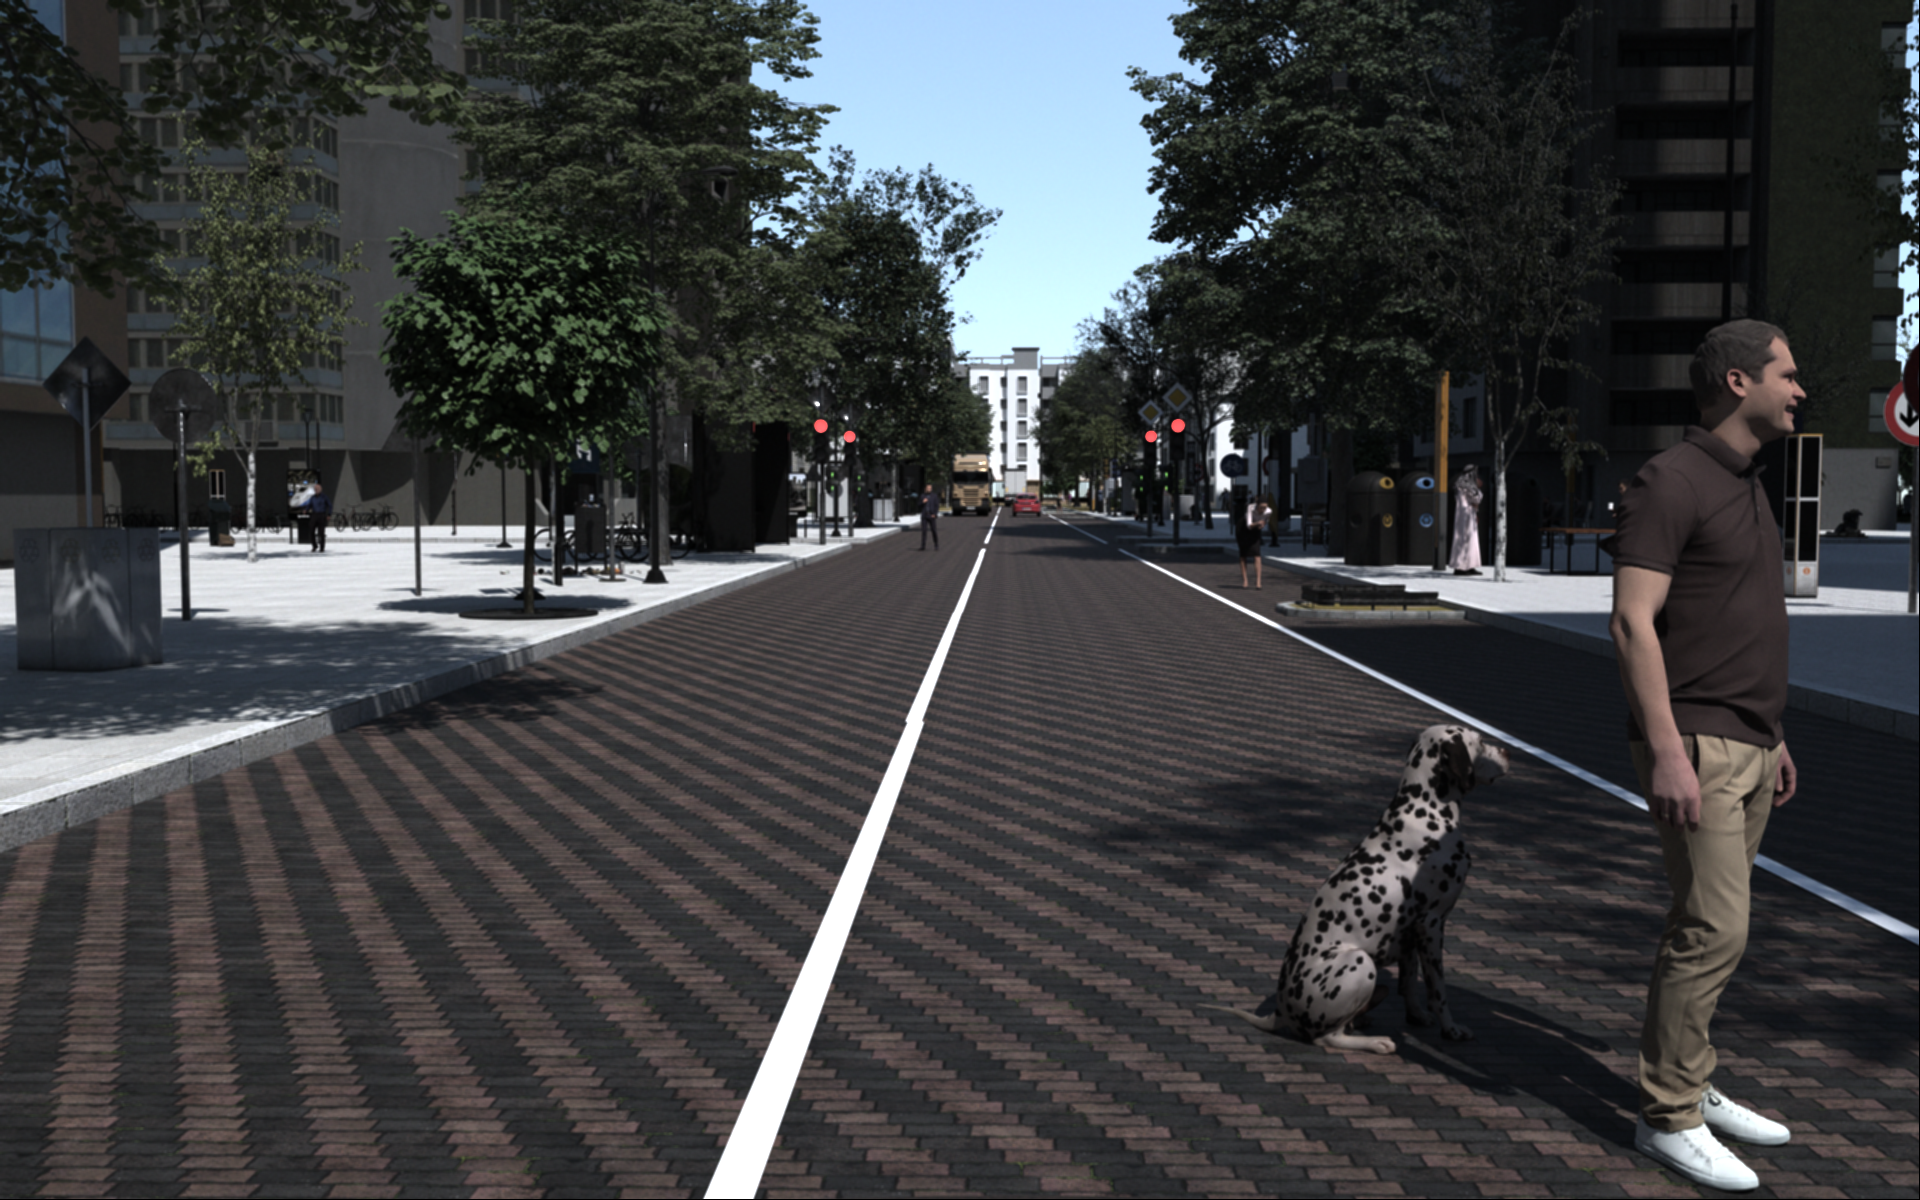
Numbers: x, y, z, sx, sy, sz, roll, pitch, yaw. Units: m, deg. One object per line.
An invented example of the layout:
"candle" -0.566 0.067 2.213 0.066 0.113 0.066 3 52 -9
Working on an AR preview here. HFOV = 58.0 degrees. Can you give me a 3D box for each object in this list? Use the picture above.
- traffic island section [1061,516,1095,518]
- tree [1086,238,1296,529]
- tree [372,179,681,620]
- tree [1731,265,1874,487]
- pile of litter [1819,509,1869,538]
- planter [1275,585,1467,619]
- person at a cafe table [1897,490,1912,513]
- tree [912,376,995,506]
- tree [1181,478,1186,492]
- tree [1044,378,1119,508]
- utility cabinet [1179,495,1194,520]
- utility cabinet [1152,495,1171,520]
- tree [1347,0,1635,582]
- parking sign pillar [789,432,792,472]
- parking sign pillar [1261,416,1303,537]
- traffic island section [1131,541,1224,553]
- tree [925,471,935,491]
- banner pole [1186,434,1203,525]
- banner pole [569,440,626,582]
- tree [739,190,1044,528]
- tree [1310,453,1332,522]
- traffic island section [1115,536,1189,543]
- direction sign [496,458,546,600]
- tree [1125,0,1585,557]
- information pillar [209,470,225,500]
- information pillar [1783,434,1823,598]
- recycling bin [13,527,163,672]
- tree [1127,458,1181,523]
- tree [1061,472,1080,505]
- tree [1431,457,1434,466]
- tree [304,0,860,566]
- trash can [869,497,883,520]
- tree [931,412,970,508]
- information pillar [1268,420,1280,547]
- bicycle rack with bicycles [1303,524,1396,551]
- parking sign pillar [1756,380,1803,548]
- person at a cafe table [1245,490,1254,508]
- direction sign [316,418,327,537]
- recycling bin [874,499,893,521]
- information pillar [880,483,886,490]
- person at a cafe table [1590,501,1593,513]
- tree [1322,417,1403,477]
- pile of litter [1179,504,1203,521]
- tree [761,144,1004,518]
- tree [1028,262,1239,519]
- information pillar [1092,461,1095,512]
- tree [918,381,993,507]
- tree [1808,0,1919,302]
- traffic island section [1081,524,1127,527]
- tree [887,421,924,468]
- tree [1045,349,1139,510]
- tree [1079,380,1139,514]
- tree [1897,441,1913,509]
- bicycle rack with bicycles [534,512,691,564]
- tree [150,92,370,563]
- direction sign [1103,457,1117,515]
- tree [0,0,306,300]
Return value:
"traffic island section" 7.014 -4.918 103.281 1.991 0.108 1.994 0 4 2
"tree" 8.859 -7.883 63.293 7.601 10.594 8.767 2 4 35
"tree" -4.568 -2.104 18.115 4.285 4.588 4.351 0 3 0
"tree" 26.561 -6.434 55.562 4.360 8.622 3.978 0 3 0
"pile of litter" 25.990 -2.256 50.843 1.176 0.858 1.719 0 4 -2
"planter" 4.852 0.018 20.842 1.991 0.319 1.994 0 4 2
"person at a cafe table" 52.216 -5.289 94.983 1.622 1.524 1.698 -3 5 -43
"tree" -0.822 -17.055 185.512 9.857 13.997 8.962 0 3 0
"tree" 13.929 -7.203 112.367 1.663 3.219 1.824 0 3 0
"tree" 11.164 -15.188 165.327 9.611 12.733 9.660 0 3 0
"utility cabinet" 11.324 -4.641 87.037 1.020 1.237 0.306 -3 5 -39
"utility cabinet" 10.064 -4.628 86.833 1.020 1.237 0.306 2 4 33
"tree" 7.752 -4.555 24.833 4.360 8.622 3.978 0 3 0
"parking sign pillar" -5.706 -3.885 51.985 1.447 3.967 1.447 0 4 1
"parking sign pillar" 9.662 -3.907 52.352 1.447 3.967 1.447 1 4 23
"traffic island section" 5.450 -1.298 43.501 2.009 0.180 2.903 0 4 2
"tree" -2.927 -7.940 124.412 1.663 3.219 1.824 0 3 0
"banner pole" 9.717 -5.009 71.919 0.401 3.779 0.863 -3 5 -43
"banner pole" -5.343 -2.161 25.343 0.863 3.779 0.401 -1 4 -10
"tree" -3.746 -9.090 65.625 9.611 12.733 9.660 0 3 0
"tree" 16.600 -5.248 80.412 1.663 3.219 1.824 0 3 0
"traffic island section" 5.660 -1.786 51.483 2.009 0.180 2.903 0 4 2
"direction sign" -5.242 -1.774 20.995 0.379 3.537 0.876 3 5 42
"tree" 7.909 -7.867 35.287 9.857 13.997 8.962 0 3 0
"information pillar" -22.763 -2.974 53.118 0.304 2.012 0.304 1 4 20
"information pillar" 10.386 -1.032 21.369 0.304 2.012 0.304 0 4 -4
"recycling bin" -6.466 -0.019 12.865 0.722 1.027 0.722 1 4 16
"tree" 8.601 -5.099 77.978 1.663 3.219 1.824 0 3 0
"tree" 12.335 -13.103 197.948 4.285 4.588 4.351 0 3 0
"tree" 24.077 -6.050 82.628 4.285 4.588 4.351 0 3 0
"tree" -5.829 -6.897 30.895 7.486 12.596 7.792 0 3 0
"trash can" -4.183 -4.533 85.770 0.748 1.137 0.748 0 3 0
"tree" -1.123 -12.519 155.054 4.360 8.622 3.978 0 3 0
"information pillar" 7.619 -3.099 42.030 0.183 3.616 0.504 2 4 29
"bicycle rack with bicycles" 9.015 -1.561 38.901 2.852 0.926 2.925 -1 4 -22
"parking sign pillar" 19.520 -3.241 41.470 1.447 3.967 1.447 -1 4 -17
"person at a cafe table" 19.036 -6.544 115.503 1.622 1.524 1.698 1 4 15
"direction sign" -19.239 -3.669 51.982 0.379 3.537 0.876 -1 4 -21
"recycling bin" -3.688 -4.319 83.167 0.722 1.027 0.722 2 4 24
"information pillar" -4.949 -6.562 111.777 0.304 2.012 0.304 2 4 35
"person at a cafe table" 18.877 -2.657 54.295 1.726 1.238 1.698 3 4 36
"tree" 16.760 -5.413 72.211 4.285 4.588 4.351 0 3 0
"pile of litter" 11.035 -4.230 83.130 1.176 0.858 1.719 3 5 43
"tree" -4.329 -14.585 94.360 12.611 20.169 13.585 0 3 0
"tree" 9.908 -11.043 90.920 12.009 13.543 11.850 0 3 0
"information pillar" 9.377 -7.951 121.354 0.183 3.616 0.504 1 4 15
"tree" -0.197 -15.535 172.123 7.486 12.596 7.792 0 3 0
"tree" 14.009 -4.486 23.706 4.737 8.622 4.395 0 3 0
"traffic island section" 6.308 -3.258 76.139 1.991 0.108 1.994 0 4 2
"tree" -3.421 -10.257 118.066 4.737 8.622 4.395 0 3 0
"tree" 10.375 -13.294 135.477 7.486 12.596 7.792 0 3 0
"tree" 9.484 -9.854 111.478 4.737 8.622 4.395 0 3 0
"tree" 65.198 -9.294 114.871 11.467 7.101 20.602 0 4 3
"bicycle rack with bicycles" -6.671 -1.195 32.925 2.925 0.926 2.852 0 4 -4
"tree" -13.283 -5.021 32.463 4.737 8.622 4.395 0 3 0
"direction sign" 9.192 -6.989 106.261 0.876 3.537 0.379 0 4 1
"tree" -4.946 -5.485 7.810 7.486 12.596 7.792 0 3 0
